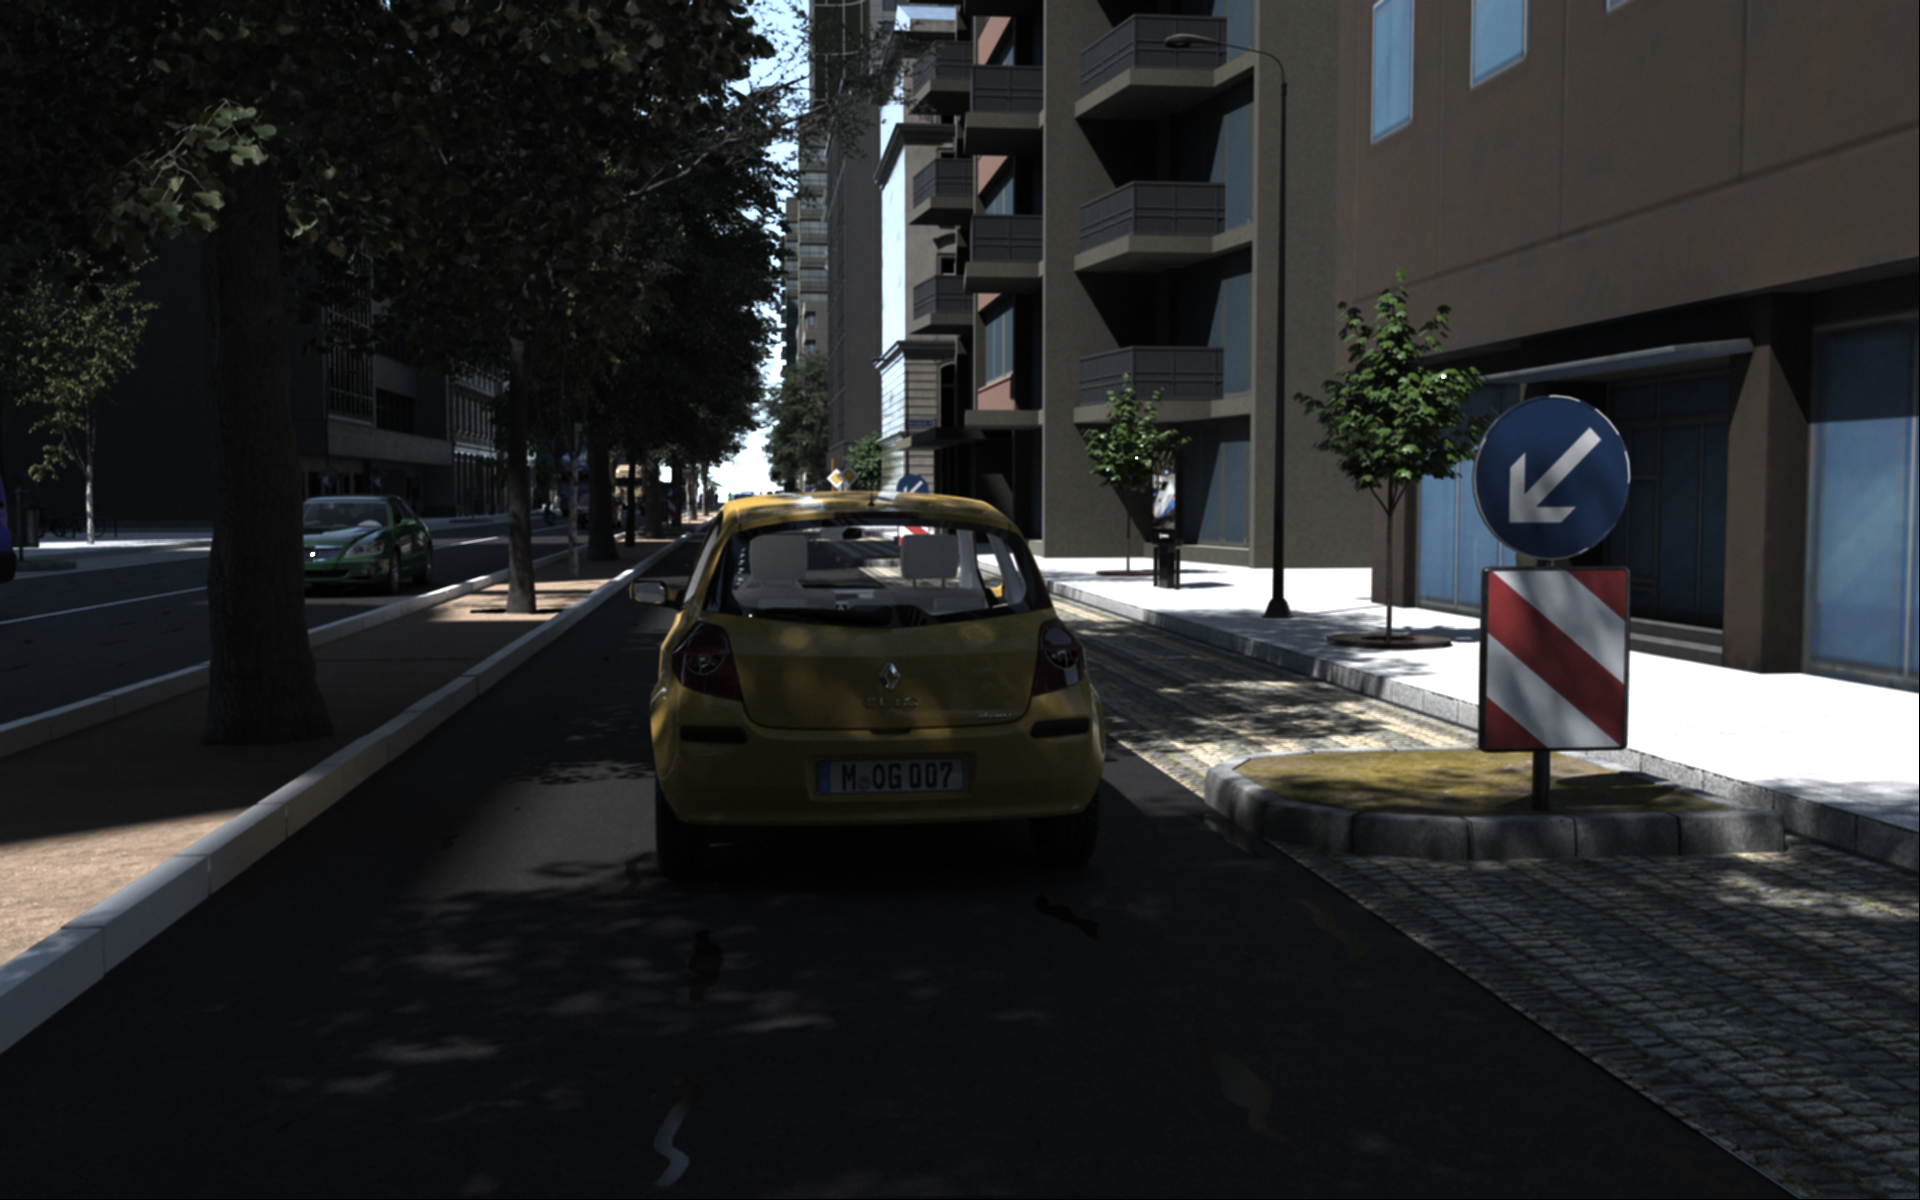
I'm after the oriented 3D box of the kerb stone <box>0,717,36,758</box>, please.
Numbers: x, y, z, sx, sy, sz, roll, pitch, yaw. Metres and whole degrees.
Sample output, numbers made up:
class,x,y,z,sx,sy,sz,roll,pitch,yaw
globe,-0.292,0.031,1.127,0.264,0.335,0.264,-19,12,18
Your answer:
class,x,y,z,sx,sy,sz,roll,pitch,yaw
kerb stone,-5.253,0.777,9.489,0.120,0.150,1.000,0,4,-7

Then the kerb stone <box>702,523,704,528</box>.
class,x,y,z,sx,sy,sz,roll,pitch,yaw
kerb stone,-10.570,-2.942,70.317,0.120,0.150,1.000,0,4,-7

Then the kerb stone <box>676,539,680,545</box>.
class,x,y,z,sx,sy,sz,roll,pitch,yaw
kerb stone,-7.647,-1.480,46.387,0.120,0.150,1.000,0,4,-7

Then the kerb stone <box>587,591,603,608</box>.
class,x,y,z,sx,sy,sz,roll,pitch,yaw
kerb stone,-4.660,0.015,21.951,0.120,0.150,1.000,0,4,-7

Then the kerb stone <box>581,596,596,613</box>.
class,x,y,z,sx,sy,sz,roll,pitch,yaw
kerb stone,-4.538,0.083,20.936,0.120,0.150,1.000,0,4,-7

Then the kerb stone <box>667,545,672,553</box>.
class,x,y,z,sx,sy,sz,roll,pitch,yaw
kerb stone,-7.022,-1.169,41.313,0.120,0.150,1.000,0,4,-7

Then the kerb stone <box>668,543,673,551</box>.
class,x,y,z,sx,sy,sz,roll,pitch,yaw
kerb stone,-7.152,-1.231,42.327,0.120,0.150,1.000,0,4,-7

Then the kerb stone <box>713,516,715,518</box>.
class,x,y,z,sx,sy,sz,roll,pitch,yaw
kerb stone,-13.189,-4.251,91.699,0.120,0.150,1.000,0,4,-7

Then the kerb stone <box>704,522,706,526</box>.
class,x,y,z,sx,sy,sz,roll,pitch,yaw
kerb stone,-10.944,-3.126,73.361,0.120,0.150,1.000,0,4,-7

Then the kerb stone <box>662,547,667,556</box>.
class,x,y,z,sx,sy,sz,roll,pitch,yaw
kerb stone,-6.779,-1.044,39.264,0.120,0.150,1.000,0,4,-7

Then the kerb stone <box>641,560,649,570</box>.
class,x,y,z,sx,sy,sz,roll,pitch,yaw
kerb stone,-5.912,-0.608,32.152,0.120,0.150,1.000,0,4,-7

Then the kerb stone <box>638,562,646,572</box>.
class,x,y,z,sx,sy,sz,roll,pitch,yaw
kerb stone,-5.784,-0.546,31.130,0.120,0.150,1.000,0,4,-7

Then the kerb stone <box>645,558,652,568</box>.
class,x,y,z,sx,sy,sz,roll,pitch,yaw
kerb stone,-6.038,-0.671,33.170,0.120,0.150,1.000,0,4,-7

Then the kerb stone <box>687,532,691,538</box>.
class,x,y,z,sx,sy,sz,roll,pitch,yaw
kerb stone,-8.642,-1.978,54.538,0.120,0.150,1.000,0,4,-7

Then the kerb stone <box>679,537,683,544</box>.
class,x,y,z,sx,sy,sz,roll,pitch,yaw
kerb stone,-7.899,-1.602,48.433,0.120,0.150,1.000,0,4,-7

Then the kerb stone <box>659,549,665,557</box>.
class,x,y,z,sx,sy,sz,roll,pitch,yaw
kerb stone,-6.654,-0.979,38.245,0.120,0.150,1.000,0,4,-7

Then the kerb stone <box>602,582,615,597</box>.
class,x,y,z,sx,sy,sz,roll,pitch,yaw
kerb stone,-4.921,-0.110,23.996,0.120,0.150,1.000,0,4,-7

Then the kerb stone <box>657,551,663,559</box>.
class,x,y,z,sx,sy,sz,roll,pitch,yaw
kerb stone,-6.526,-0.915,37.230,0.120,0.150,1.000,0,4,-7

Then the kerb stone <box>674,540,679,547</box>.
class,x,y,z,sx,sy,sz,roll,pitch,yaw
kerb stone,-7.520,-1.411,45.372,0.120,0.150,1.000,0,4,-7

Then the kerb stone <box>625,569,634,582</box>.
class,x,y,z,sx,sy,sz,roll,pitch,yaw
kerb stone,-5.419,-0.360,28.081,0.120,0.150,1.000,0,4,-7

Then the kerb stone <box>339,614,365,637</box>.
class,x,y,z,sx,sy,sz,roll,pitch,yaw
kerb stone,-6.249,0.280,17.617,0.120,0.150,1.000,0,4,-7

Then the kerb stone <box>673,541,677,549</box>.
class,x,y,z,sx,sy,sz,roll,pitch,yaw
kerb stone,-7.400,-1.354,44.357,0.120,0.150,1.000,0,4,-7

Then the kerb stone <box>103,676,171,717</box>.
class,x,y,z,sx,sy,sz,roll,pitch,yaw
kerb stone,-5.497,0.653,11.522,0.120,0.150,1.000,0,4,-7

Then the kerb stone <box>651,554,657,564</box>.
class,x,y,z,sx,sy,sz,roll,pitch,yaw
kerb stone,-6.288,-0.795,35.200,0.120,0.150,1.000,0,4,-7

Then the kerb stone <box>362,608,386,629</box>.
class,x,y,z,sx,sy,sz,roll,pitch,yaw
kerb stone,-6.372,0.221,18.632,0.120,0.150,1.000,0,4,-7

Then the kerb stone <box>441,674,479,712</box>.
class,x,y,z,sx,sy,sz,roll,pitch,yaw
kerb stone,-3.421,0.649,11.763,0.120,0.150,1.000,0,4,-7

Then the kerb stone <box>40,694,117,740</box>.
class,x,y,z,sx,sy,sz,roll,pitch,yaw
kerb stone,-5.375,0.719,10.507,0.120,0.150,1.000,0,4,-7

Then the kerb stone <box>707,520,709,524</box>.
class,x,y,z,sx,sy,sz,roll,pitch,yaw
kerb stone,-11.574,-3.441,78.454,0.120,0.150,1.000,0,4,-7

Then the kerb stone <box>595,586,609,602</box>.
class,x,y,z,sx,sy,sz,roll,pitch,yaw
kerb stone,-4.791,-0.047,22.965,0.120,0.150,1.000,0,4,-7

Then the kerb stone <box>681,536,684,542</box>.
class,x,y,z,sx,sy,sz,roll,pitch,yaw
kerb stone,-8.018,-1.666,49.448,0.120,0.150,1.000,0,4,-7

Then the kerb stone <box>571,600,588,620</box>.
class,x,y,z,sx,sy,sz,roll,pitch,yaw
kerb stone,-4.414,0.139,19.916,0.120,0.150,1.000,0,4,-7

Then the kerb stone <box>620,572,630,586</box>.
class,x,y,z,sx,sy,sz,roll,pitch,yaw
kerb stone,-5.289,-0.297,27.059,0.120,0.150,1.000,0,4,-7

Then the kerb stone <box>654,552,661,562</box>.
class,x,y,z,sx,sy,sz,roll,pitch,yaw
kerb stone,-6.402,-0.857,36.215,0.120,0.150,1.000,0,4,-7

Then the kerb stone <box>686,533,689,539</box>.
class,x,y,z,sx,sy,sz,roll,pitch,yaw
kerb stone,-8.521,-1.916,53.518,0.120,0.150,1.000,0,4,-7

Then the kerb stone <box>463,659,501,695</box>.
class,x,y,z,sx,sy,sz,roll,pitch,yaw
kerb stone,-3.539,0.575,12.787,0.120,0.150,1.000,0,4,-7

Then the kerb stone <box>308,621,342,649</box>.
class,x,y,z,sx,sy,sz,roll,pitch,yaw
kerb stone,-6.124,0.342,16.599,0.120,0.150,1.000,0,4,-7

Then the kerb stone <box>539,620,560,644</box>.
class,x,y,z,sx,sy,sz,roll,pitch,yaw
kerb stone,-4.035,0.328,16.873,0.120,0.150,1.000,0,4,-7

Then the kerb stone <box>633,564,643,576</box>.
class,x,y,z,sx,sy,sz,roll,pitch,yaw
kerb stone,-5.656,-0.483,30.116,0.120,0.150,1.000,0,4,-7

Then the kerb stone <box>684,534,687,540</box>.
class,x,y,z,sx,sy,sz,roll,pitch,yaw
kerb stone,-8.271,-1.791,51.477,0.120,0.150,1.000,0,4,-7

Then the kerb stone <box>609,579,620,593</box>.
class,x,y,z,sx,sy,sz,roll,pitch,yaw
kerb stone,-5.040,-0.172,25.014,0.120,0.150,1.000,0,4,-7

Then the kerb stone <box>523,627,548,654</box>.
class,x,y,z,sx,sy,sz,roll,pitch,yaw
kerb stone,-3.917,0.388,15.848,0.120,0.150,1.000,0,4,-7

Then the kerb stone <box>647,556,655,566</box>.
class,x,y,z,sx,sy,sz,roll,pitch,yaw
kerb stone,-6.154,-0.727,34.186,0.120,0.150,1.000,0,4,-7

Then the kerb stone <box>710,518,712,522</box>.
class,x,y,z,sx,sy,sz,roll,pitch,yaw
kerb stone,-12.319,-3.813,84.586,0.120,0.150,1.000,0,4,-7

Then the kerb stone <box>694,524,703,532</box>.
class,x,y,z,sx,sy,sz,roll,pitch,yaw
kerb stone,-10.449,-2.881,69.302,0.120,0.150,1.000,0,4,-7

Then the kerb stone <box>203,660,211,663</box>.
class,x,y,z,sx,sy,sz,roll,pitch,yaw
kerb stone,-5.744,0.529,13.551,0.120,0.150,1.000,0,4,-7

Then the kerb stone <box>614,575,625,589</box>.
class,x,y,z,sx,sy,sz,roll,pitch,yaw
kerb stone,-5.165,-0.235,26.038,0.120,0.150,1.000,0,4,-7

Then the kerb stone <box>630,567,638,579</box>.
class,x,y,z,sx,sy,sz,roll,pitch,yaw
kerb stone,-5.543,-0.421,29.100,0.120,0.150,1.000,0,4,-7

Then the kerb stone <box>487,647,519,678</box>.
class,x,y,z,sx,sy,sz,roll,pitch,yaw
kerb stone,-3.669,0.513,13.813,0.120,0.150,1.000,0,4,-7

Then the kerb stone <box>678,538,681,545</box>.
class,x,y,z,sx,sy,sz,roll,pitch,yaw
kerb stone,-7.780,-1.542,47.407,0.120,0.150,1.000,0,4,-7

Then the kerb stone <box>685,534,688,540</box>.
class,x,y,z,sx,sy,sz,roll,pitch,yaw
kerb stone,-8.393,-1.846,52.504,0.120,0.150,1.000,0,4,-7

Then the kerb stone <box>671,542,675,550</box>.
class,x,y,z,sx,sy,sz,roll,pitch,yaw
kerb stone,-7.273,-1.293,43.342,0.120,0.150,1.000,0,4,-7

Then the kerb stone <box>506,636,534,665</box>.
class,x,y,z,sx,sy,sz,roll,pitch,yaw
kerb stone,-3.794,0.450,14.833,0.120,0.150,1.000,0,4,-7

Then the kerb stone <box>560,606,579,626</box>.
class,x,y,z,sx,sy,sz,roll,pitch,yaw
kerb stone,-4.293,0.205,18.901,0.120,0.150,1.000,0,4,-7

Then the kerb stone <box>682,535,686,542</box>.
class,x,y,z,sx,sy,sz,roll,pitch,yaw
kerb stone,-8.145,-1.729,50.463,0.120,0.150,1.000,0,4,-7

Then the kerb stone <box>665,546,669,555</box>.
class,x,y,z,sx,sy,sz,roll,pitch,yaw
kerb stone,-6.906,-1.107,40.292,0.120,0.150,1.000,0,4,-7

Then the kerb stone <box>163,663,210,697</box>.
class,x,y,z,sx,sy,sz,roll,pitch,yaw
kerb stone,-5.632,0.599,12.536,0.120,0.150,1.000,0,4,-7

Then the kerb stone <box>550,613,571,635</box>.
class,x,y,z,sx,sy,sz,roll,pitch,yaw
kerb stone,-4.158,0.266,17.888,0.120,0.150,1.000,0,4,-7
